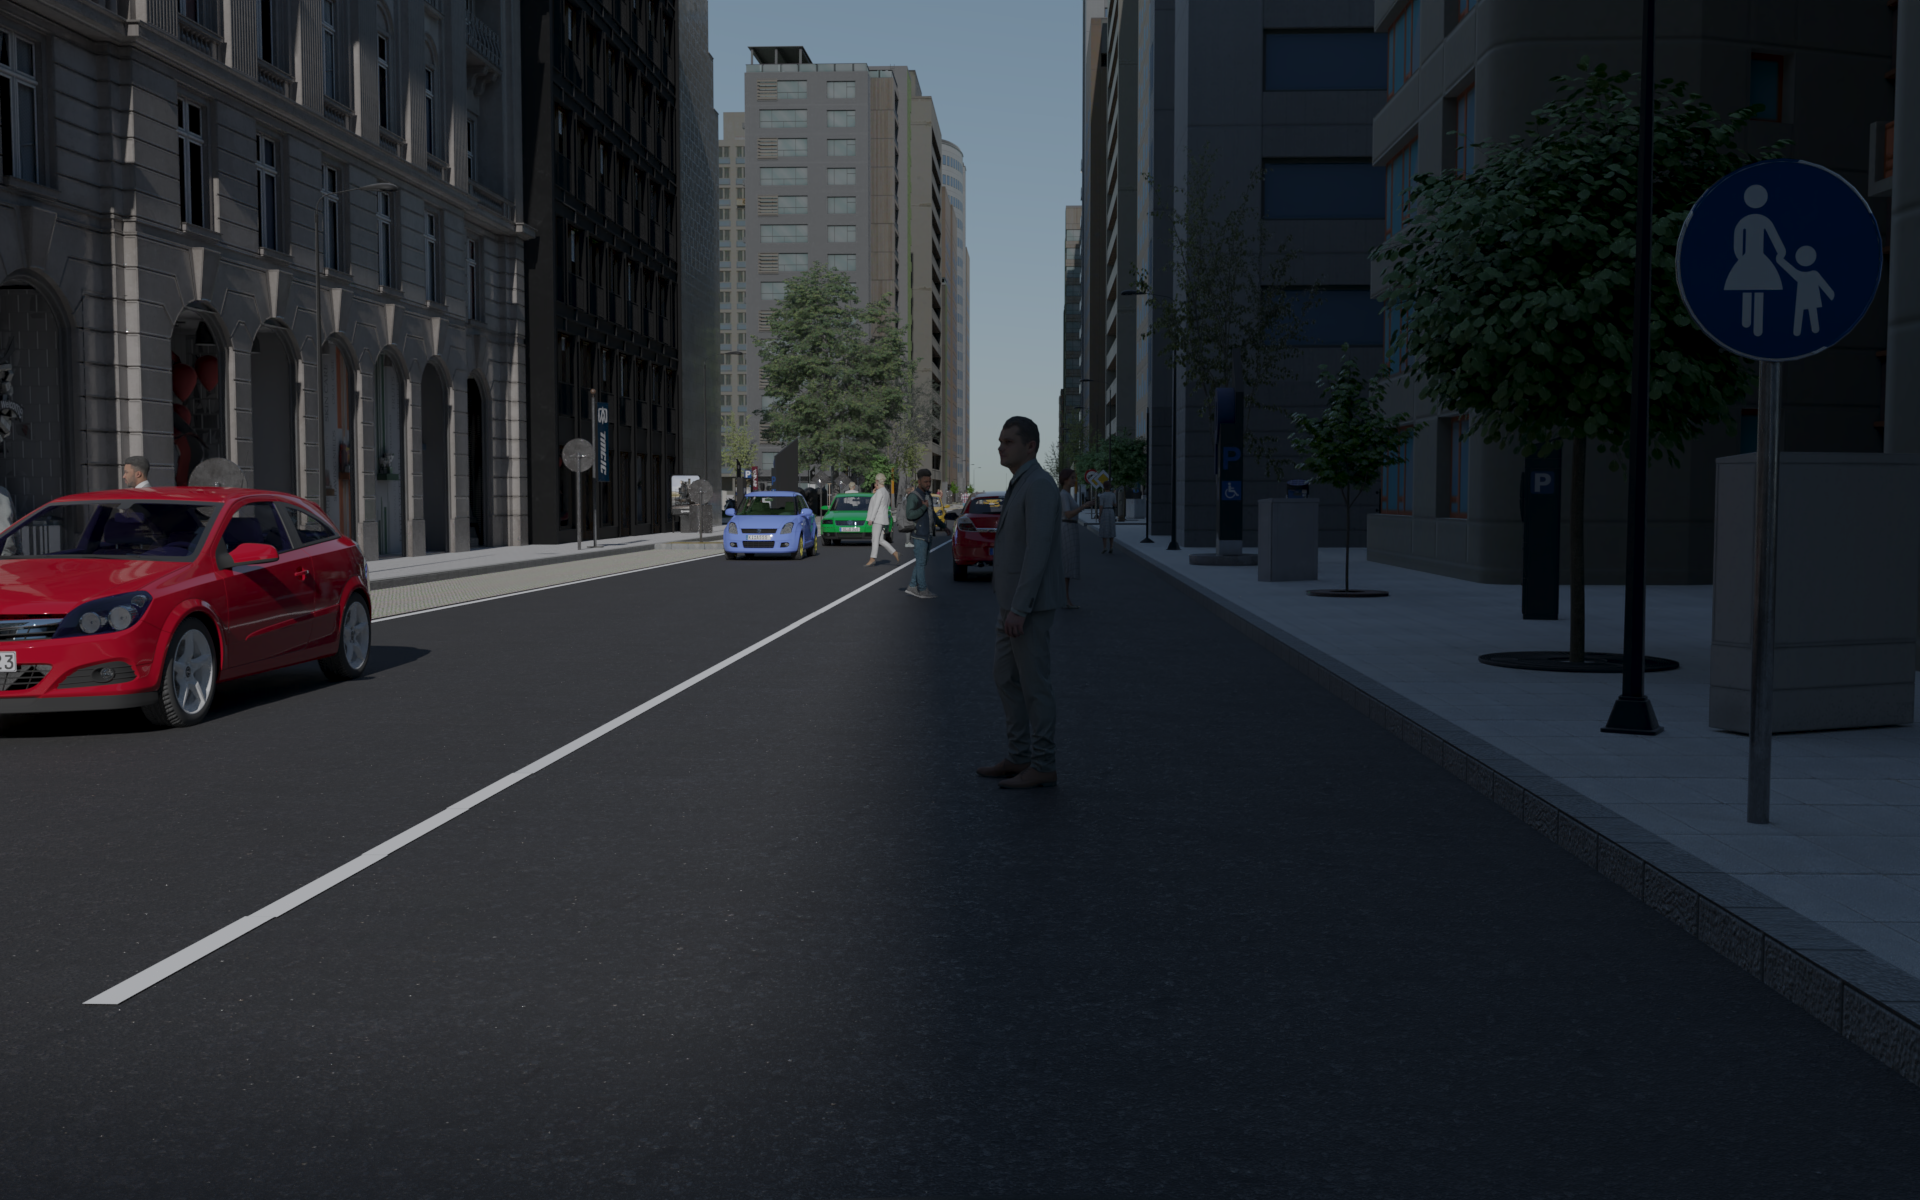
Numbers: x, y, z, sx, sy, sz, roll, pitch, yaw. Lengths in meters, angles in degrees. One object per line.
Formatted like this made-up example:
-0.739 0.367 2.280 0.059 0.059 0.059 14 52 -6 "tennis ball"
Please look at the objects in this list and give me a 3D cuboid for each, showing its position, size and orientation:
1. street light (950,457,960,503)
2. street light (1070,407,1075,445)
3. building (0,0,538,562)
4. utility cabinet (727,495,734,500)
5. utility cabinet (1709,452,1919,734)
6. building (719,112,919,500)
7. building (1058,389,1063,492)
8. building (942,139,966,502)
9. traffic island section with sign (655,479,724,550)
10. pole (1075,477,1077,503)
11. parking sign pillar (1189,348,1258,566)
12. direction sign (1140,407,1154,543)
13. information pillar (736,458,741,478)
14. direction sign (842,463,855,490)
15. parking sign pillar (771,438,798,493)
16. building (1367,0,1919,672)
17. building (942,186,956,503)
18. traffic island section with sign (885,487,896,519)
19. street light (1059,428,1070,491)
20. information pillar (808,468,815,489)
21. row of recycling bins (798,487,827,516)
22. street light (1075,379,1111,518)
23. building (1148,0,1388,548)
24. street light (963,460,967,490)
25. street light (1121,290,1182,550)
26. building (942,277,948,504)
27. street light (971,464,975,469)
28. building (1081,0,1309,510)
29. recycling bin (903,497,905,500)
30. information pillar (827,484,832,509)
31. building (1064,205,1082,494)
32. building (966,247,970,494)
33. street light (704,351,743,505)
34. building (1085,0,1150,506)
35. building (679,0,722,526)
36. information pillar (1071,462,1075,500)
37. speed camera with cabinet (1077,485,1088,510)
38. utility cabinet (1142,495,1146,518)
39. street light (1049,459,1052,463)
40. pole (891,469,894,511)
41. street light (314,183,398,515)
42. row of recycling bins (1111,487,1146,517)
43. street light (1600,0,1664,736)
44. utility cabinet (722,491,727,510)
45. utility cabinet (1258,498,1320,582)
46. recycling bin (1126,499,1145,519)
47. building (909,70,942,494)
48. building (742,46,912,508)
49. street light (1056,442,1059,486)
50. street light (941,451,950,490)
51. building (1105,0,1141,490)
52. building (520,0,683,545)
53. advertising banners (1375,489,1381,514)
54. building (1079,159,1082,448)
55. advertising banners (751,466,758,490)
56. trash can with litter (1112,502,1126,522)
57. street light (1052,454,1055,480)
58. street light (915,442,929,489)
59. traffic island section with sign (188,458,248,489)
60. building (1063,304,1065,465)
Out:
-0.760 -14.914 216.391 1.470 5.913 1.316 0 4 2 "street light"
6.727 -7.303 91.943 1.470 5.913 1.316 0 4 2 "street light"
-17.142 -11.592 31.327 13.314 21.916 24.055 0 4 2 "building"
-17.032 -7.053 126.476 1.020 1.237 0.306 -1 4 -10 "utility cabinet"
4.649 -0.046 9.425 1.173 1.500 0.318 -1 4 -21 "utility cabinet"
-19.772 -29.884 180.477 32.217 40.220 23.993 0 4 2 "building"
30.956 -27.691 297.788 27.650 21.520 28.899 0 4 2 "building"
-10.106 -45.253 281.879 21.231 58.520 28.212 0 4 2 "building"
-6.821 -2.245 45.329 1.989 1.847 2.006 0 4 2 "traffic island section with sign"
7.950 -7.642 118.788 0.158 3.312 0.155 0 3 0 "pole"
4.899 -2.629 31.453 1.447 3.967 1.447 0 4 6 "parking sign pillar"
4.922 -3.269 45.448 0.379 3.537 0.876 0 4 7 "direction sign"
-14.544 -7.493 113.860 0.183 3.616 0.504 1 4 21 "information pillar"
-6.542 -6.772 102.712 0.876 3.537 0.379 -1 4 -12 "direction sign"
-8.414 -5.793 83.195 1.447 3.967 1.447 -3 5 -40 "parking sign pillar"
21.022 -10.562 17.724 27.650 21.520 28.899 0 4 2 "building"
-8.580 -36.399 245.240 14.600 45.320 14.200 0 4 2 "building"
-4.369 -5.672 101.369 1.989 1.847 2.006 0 4 2 "traffic island section with sign"
7.941 -9.158 122.277 1.470 5.913 1.316 0 4 2 "street light"
-12.494 -9.508 146.815 0.504 3.616 0.183 -2 4 -25 "information pillar"
-9.158 -5.780 101.615 1.069 1.692 3.534 3 5 42 "row of recycling bins"
5.509 -5.954 69.884 1.470 5.913 1.316 0 4 2 "street light"
16.477 -31.273 53.315 21.231 58.520 28.212 0 4 2 "building"
0.142 -16.256 238.330 1.470 5.913 1.316 0 4 2 "street light"
4.359 -4.098 39.547 1.470 5.913 1.316 0 4 2 "street light"
-8.973 -27.550 222.143 14.160 30.474 14.107 0 4 2 "building"
1.550 -18.149 269.273 1.470 5.913 1.316 0 4 2 "street light"
23.316 -39.155 182.175 21.231 58.520 28.212 0 4 2 "building"
-4.615 -8.608 153.293 0.722 1.027 0.722 -2 4 -31 "recycling bin"
-9.042 -7.111 120.760 0.304 2.012 0.304 -2 4 -34 "information pillar"
21.923 -34.446 246.788 14.154 41.232 14.086 0 4 2 "building"
-5.455 -39.948 303.266 14.600 45.320 14.200 0 4 2 "building"
-7.745 -5.128 56.382 1.470 5.913 1.316 0 4 2 "street light"
18.776 -31.245 160.967 14.600 45.320 14.200 0 4 2 "building"
-18.277 -12.845 64.760 16.860 20.320 10.420 0 4 2 "building"
8.159 -8.189 125.251 0.183 3.616 0.504 -2 4 -24 "information pillar"
9.537 -8.656 135.859 0.660 3.252 2.038 1 4 20 "speed camera with cabinet"
10.372 -5.064 93.963 1.020 1.237 0.306 0 4 -6 "utility cabinet"
11.195 -13.810 198.340 1.470 5.913 1.316 0 4 2 "street light"
-5.053 -8.304 129.612 0.158 3.312 0.155 0 3 0 "pole"
-9.095 -3.273 26.055 1.470 5.913 1.316 0 4 2 "street light"
11.277 -6.121 107.190 3.534 1.692 1.069 0 4 3 "row of recycling bins"
3.095 -2.243 9.216 1.470 5.913 1.316 0 4 2 "street light"
-15.346 -6.332 112.202 0.318 1.500 1.173 -1 4 -19 "utility cabinet"
4.853 -0.884 25.623 1.020 1.237 0.306 -3 4 -37 "utility cabinet"
9.119 -4.738 90.016 0.722 1.027 0.722 -2 4 -33 "recycling bin"
-13.327 -35.414 202.718 21.300 48.544 21.600 0 4 2 "building"
-11.984 -29.193 160.908 14.154 41.232 14.086 0 4 2 "building"
9.357 -11.049 153.188 1.470 5.913 1.316 0 4 2 "street light"
-2.147 -13.055 185.995 1.470 5.913 1.316 0 4 2 "street light"
22.850 -31.514 138.962 21.300 48.544 21.600 0 4 2 "building"
-15.975 -13.546 51.158 12.332 23.373 15.834 0 4 2 "building"
28.092 -7.276 115.143 0.090 3.025 2.074 2 4 31 "advertising banners"
25.978 -36.211 211.655 23.786 49.044 30.456 0 4 2 "building"
-12.320 -6.892 108.867 0.090 3.025 2.074 3 5 43 "advertising banners"
7.146 -4.205 80.135 1.055 1.170 0.624 -2 4 -29 "trash can with litter"
9.921 -11.907 167.224 1.470 5.913 1.316 0 4 2 "street light"
-3.466 -11.200 155.666 1.470 5.913 1.316 0 4 2 "street light"
-8.012 -0.582 18.149 1.989 1.847 2.006 0 4 2 "traffic island section with sign"
22.585 -30.008 262.323 14.160 30.474 14.107 0 4 2 "building"
